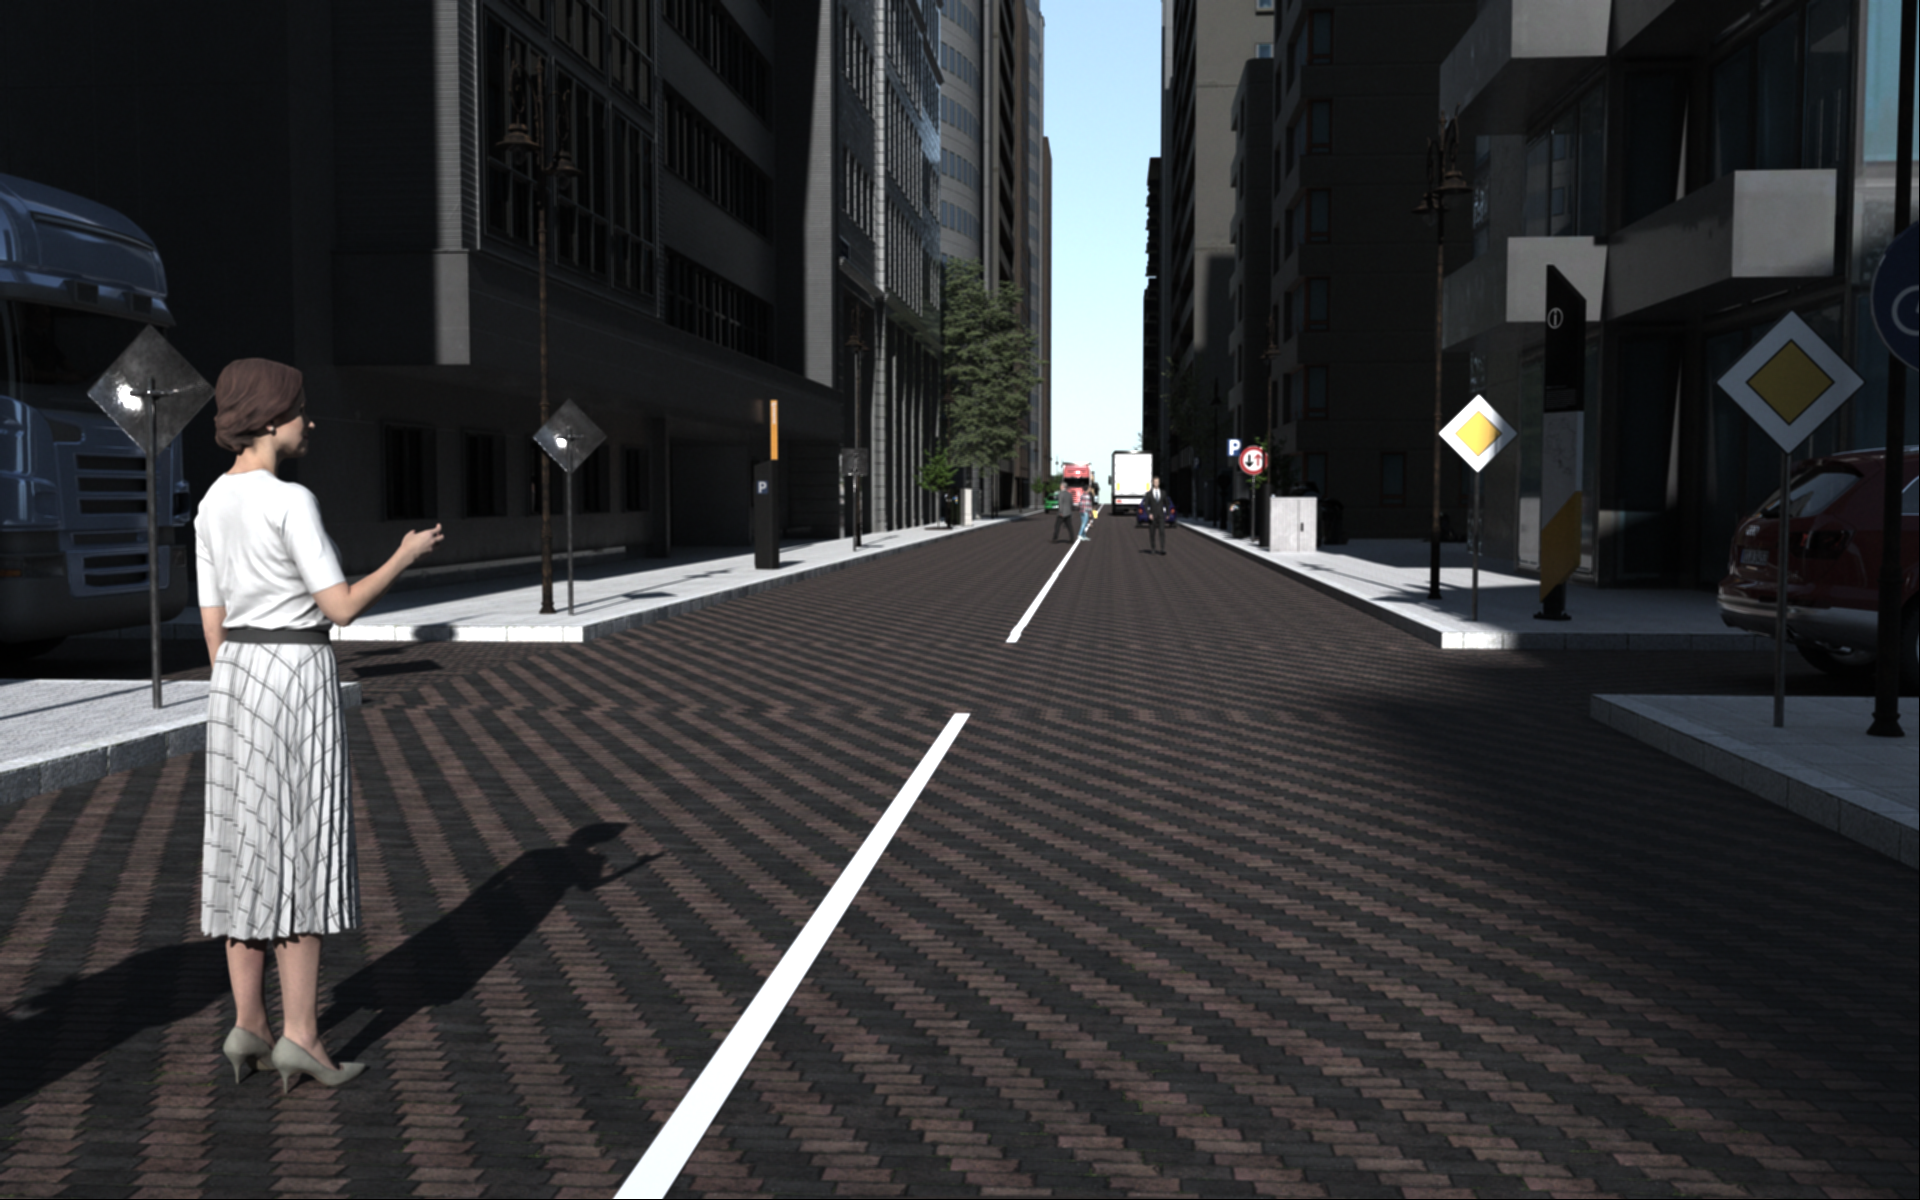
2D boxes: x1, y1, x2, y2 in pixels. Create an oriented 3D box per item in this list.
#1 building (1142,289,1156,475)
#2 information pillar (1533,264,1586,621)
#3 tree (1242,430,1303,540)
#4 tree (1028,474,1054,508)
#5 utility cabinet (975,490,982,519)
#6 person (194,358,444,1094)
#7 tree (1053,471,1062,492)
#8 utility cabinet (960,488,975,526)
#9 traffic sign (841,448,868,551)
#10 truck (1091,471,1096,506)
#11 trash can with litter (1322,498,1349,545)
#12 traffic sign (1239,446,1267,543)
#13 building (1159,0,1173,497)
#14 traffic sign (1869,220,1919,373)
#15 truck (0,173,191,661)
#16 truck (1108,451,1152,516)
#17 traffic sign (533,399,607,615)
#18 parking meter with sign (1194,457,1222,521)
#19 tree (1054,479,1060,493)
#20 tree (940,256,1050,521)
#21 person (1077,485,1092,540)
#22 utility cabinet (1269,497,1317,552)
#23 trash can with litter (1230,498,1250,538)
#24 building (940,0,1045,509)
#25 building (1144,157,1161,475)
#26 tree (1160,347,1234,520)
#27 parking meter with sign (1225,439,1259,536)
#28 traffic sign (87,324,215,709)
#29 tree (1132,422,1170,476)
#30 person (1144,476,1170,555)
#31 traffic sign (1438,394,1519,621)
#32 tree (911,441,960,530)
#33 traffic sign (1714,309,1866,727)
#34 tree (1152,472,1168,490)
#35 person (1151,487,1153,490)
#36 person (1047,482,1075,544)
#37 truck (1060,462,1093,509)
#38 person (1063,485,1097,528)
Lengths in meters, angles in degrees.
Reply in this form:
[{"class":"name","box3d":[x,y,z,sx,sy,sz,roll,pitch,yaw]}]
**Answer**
[{"class":"building","box3d":[32.648,-28.821,242.916,14.160,30.474,14.107,0,4,5]},{"class":"information pillar","box3d":[6.093,-1.601,17.534,0.183,3.616,0.504,-2,4,-24]},{"class":"tree","box3d":[8.477,-3.274,48.131,1.663,3.219,1.824,0,3,0]},{"class":"tree","box3d":[7.429,-10.310,163.165,1.663,3.219,1.824,0,3,0]},{"class":"utility cabinet","box3d":[0.623,-4.798,87.122,0.318,1.500,1.173,-2,4,-34]},{"class":"person","box3d":[-1.592,0.295,4.249,0.480,1.755,0.524,2,4,30]},{"class":"tree","box3d":[14.199,-16.030,245.805,4.285,4.588,4.351,0,3,0]},{"class":"utility cabinet","box3d":[0.256,-3.680,68.852,0.318,1.500,1.173,-1,4,-8]},{"class":"traffic sign","box3d":[-2.357,-2.237,38.703,0.606,2.300,0.079,1,4,10]},{"class":"truck","box3d":[15.382,-13.799,214.524,2.839,4.237,11.283,0,4,3]},{"class":"trash can with litter","box3d":[9.495,-1.997,44.032,0.624,1.170,1.055,2,4,30]},{"class":"traffic sign","box3d":[7.757,-2.794,45.781,0.768,2.556,0.104,1,4,14]},{"class":"building","box3d":[32.734,-39.749,191.896,21.231,58.520,28.212,0,4,5]},{"class":"traffic sign","box3d":[4.472,-0.472,7.817,0.768,2.556,0.104,1,4,9]},{"class":"truck","box3d":[-15.272,-1.497,14.239,18.799,4.110,2.967,0,4,4]},{"class":"truck","box3d":[11.528,-7.837,117.041,2.839,4.237,11.283,0,4,4]},{"class":"traffic sign","box3d":[-4.112,-0.894,18.259,0.795,2.450,0.064,0,4,5]},{"class":"parking meter with sign","box3d":[12.007,-5.265,82.341,1.738,3.016,0.543,-1,4,-21]},{"class":"tree","box3d":[9.917,-11.864,188.583,1.663,3.219,1.824,0,3,0]},{"class":"tree","box3d":[0.406,-10.114,83.492,7.486,12.596,7.792,0,3,0]},{"class":"person","box3d":[3.853,-2.713,53.689,0.643,1.720,0.563,-2,4,-24]},{"class":"utility cabinet","box3d":[7.377,-1.665,38.378,1.020,1.237,0.306,0,4,8]},{"class":"trash can with litter","box3d":[8.153,-2.415,50.876,0.624,1.170,1.055,0,4,-1]},{"class":"building","box3d":[-1.819,-39.732,191.623,21.231,58.520,28.212,0,4,5]},{"class":"building","box3d":[34.797,-34.627,220.768,22.147,44.769,28.867,0,4,5]},{"class":"tree","box3d":[11.909,-8.323,86.437,4.737,8.622,4.395,0,3,0]},{"class":"parking meter with sign","box3d":[8.946,-3.528,53.949,0.543,3.016,1.738,-1,4,-21]},{"class":"traffic sign","box3d":[-4.800,-0.407,10.303,0.795,2.450,0.064,0,4,5]},{"class":"tree","box3d":[19.661,-13.849,176.787,4.360,8.622,3.978,0,3,0]},{"class":"person","box3d":[4.668,-1.993,40.856,0.659,1.850,0.755,0,4,-3]},{"class":"traffic sign","box3d":[5.196,-0.844,17.436,0.795,2.450,0.064,0,4,5]},{"class":"tree","box3d":[-0.778,-4.159,62.594,1.663,3.219,1.824,0,3,0]},{"class":"traffic sign","box3d":[4.508,-0.357,9.481,0.795,2.450,0.064,0,4,5]},{"class":"tree","box3d":[17.060,-9.513,150.146,1.663,3.219,1.824,0,3,0]},{"class":"person","box3d":[9.964,-4.924,89.341,0.374,1.781,0.599,1,4,13]},{"class":"person","box3d":[2.965,-2.537,50.371,0.834,1.777,0.661,2,4,34]},{"class":"truck","box3d":[10.479,-10.160,155.030,2.839,4.237,11.283,0,4,4]},{"class":"person","box3d":[5.117,-3.980,73.790,1.509,1.804,0.699,-1,4,-8]}]
